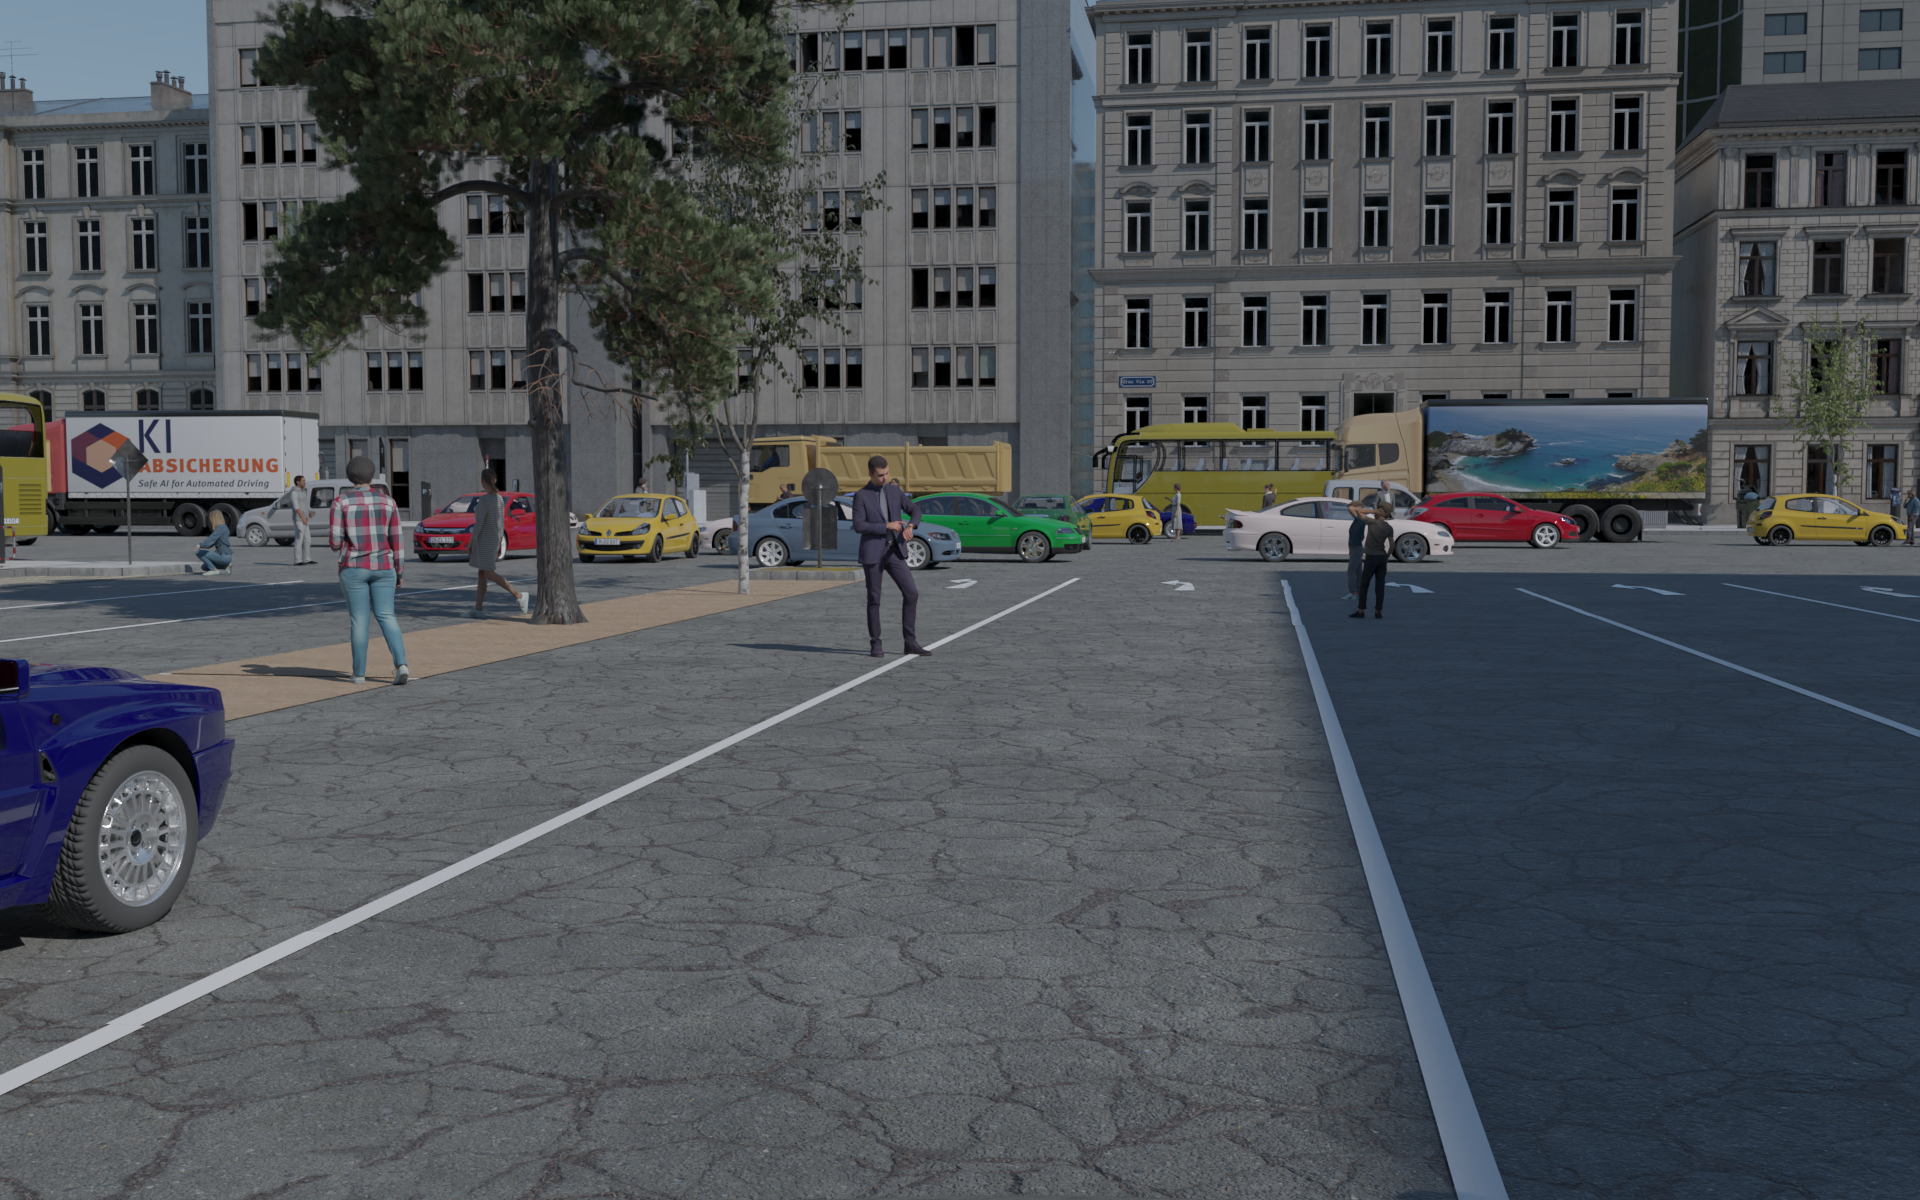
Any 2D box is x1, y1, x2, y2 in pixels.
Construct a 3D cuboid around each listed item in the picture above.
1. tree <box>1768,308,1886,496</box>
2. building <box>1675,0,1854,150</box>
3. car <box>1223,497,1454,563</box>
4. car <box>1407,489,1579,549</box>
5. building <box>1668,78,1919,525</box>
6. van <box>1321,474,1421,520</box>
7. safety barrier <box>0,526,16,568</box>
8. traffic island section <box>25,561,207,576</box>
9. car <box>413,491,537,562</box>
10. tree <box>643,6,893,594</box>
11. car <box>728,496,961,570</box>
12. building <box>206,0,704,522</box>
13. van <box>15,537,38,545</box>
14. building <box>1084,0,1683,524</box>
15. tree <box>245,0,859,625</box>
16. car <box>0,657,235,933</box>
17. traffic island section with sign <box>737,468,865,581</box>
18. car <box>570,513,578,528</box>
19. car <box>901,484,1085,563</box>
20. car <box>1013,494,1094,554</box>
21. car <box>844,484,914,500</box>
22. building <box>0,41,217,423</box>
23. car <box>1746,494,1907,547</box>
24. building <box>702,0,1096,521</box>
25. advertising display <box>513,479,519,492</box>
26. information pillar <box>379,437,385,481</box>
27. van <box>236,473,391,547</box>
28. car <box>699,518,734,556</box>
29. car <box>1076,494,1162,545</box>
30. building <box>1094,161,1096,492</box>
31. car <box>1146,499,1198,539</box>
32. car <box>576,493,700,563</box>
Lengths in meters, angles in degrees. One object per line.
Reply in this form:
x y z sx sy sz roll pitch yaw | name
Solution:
34.049 -7.172 67.624 4.737 8.622 4.395 0 3 0 | tree
59.935 -42.588 134.562 20.563 71.187 20.611 1 4 10 | building
8.052 -1.505 36.973 4.827 1.381 2.083 1 4 9 | car
14.182 -2.275 46.230 4.494 1.783 2.155 1 4 12 | car
40.966 -12.861 74.913 19.286 19.102 10.561 1 4 10 | building
12.457 -2.633 50.053 4.112 2.044 2.013 1 4 9 | van
-16.847 -0.971 30.151 0.300 0.817 1.120 1 4 10 | safety barrier
-15.056 -0.557 31.386 2.009 0.180 2.903 1 4 10 | traffic island section
-10.323 -1.771 38.004 2.155 1.783 4.494 1 4 11 | car
-3.067 -4.398 24.729 4.360 8.622 3.978 0 3 0 | tree
-2.216 -1.315 33.503 4.499 1.417 2.014 1 4 9 | car
-24.410 -16.381 85.851 19.932 24.808 12.078 1 4 10 | building
-28.039 -2.665 47.953 5.245 2.365 2.240 1 4 11 | van
18.781 -17.271 79.639 25.104 27.353 12.463 1 4 10 | building
-4.537 -5.765 18.769 6.751 12.117 7.091 0 3 0 | tree
-3.729 0.484 4.668 1.945 1.354 3.894 1 4 11 | car
-2.542 -1.306 29.486 2.006 1.907 1.989 1 4 10 | traffic island section with sign
-16.701 -3.204 64.749 4.827 1.381 2.083 1 4 9 | car
0.308 -1.718 36.892 4.718 1.807 1.959 1 4 11 | car
2.203 -1.918 43.159 2.131 1.459 4.920 1 4 11 | car
-2.801 -2.347 47.973 3.694 1.707 1.945 1 4 11 | car
-51.254 -16.748 92.921 34.723 24.649 14.460 1 4 10 | building
23.973 -2.305 47.916 3.980 1.641 2.015 1 4 10 | car
-3.940 -16.272 84.064 19.932 24.808 12.078 1 4 10 | building
-19.491 -4.334 76.068 0.123 1.923 0.974 -2 4 -25 | advertising display
-23.617 -4.860 70.820 0.183 3.616 0.504 0 4 -3 | information pillar
-17.637 -2.466 47.327 4.112 2.044 2.013 1 4 9 | van
-3.833 -1.747 40.926 4.827 1.381 2.083 1 4 10 | car
3.820 -2.428 49.920 3.980 1.641 2.015 1 4 11 | car
31.535 -38.200 244.169 30.456 49.044 23.786 1 4 10 | building
5.731 -2.662 56.103 3.894 1.354 1.945 0 4 8 | car
-6.926 -1.661 37.384 2.015 1.641 3.980 1 4 9 | car
